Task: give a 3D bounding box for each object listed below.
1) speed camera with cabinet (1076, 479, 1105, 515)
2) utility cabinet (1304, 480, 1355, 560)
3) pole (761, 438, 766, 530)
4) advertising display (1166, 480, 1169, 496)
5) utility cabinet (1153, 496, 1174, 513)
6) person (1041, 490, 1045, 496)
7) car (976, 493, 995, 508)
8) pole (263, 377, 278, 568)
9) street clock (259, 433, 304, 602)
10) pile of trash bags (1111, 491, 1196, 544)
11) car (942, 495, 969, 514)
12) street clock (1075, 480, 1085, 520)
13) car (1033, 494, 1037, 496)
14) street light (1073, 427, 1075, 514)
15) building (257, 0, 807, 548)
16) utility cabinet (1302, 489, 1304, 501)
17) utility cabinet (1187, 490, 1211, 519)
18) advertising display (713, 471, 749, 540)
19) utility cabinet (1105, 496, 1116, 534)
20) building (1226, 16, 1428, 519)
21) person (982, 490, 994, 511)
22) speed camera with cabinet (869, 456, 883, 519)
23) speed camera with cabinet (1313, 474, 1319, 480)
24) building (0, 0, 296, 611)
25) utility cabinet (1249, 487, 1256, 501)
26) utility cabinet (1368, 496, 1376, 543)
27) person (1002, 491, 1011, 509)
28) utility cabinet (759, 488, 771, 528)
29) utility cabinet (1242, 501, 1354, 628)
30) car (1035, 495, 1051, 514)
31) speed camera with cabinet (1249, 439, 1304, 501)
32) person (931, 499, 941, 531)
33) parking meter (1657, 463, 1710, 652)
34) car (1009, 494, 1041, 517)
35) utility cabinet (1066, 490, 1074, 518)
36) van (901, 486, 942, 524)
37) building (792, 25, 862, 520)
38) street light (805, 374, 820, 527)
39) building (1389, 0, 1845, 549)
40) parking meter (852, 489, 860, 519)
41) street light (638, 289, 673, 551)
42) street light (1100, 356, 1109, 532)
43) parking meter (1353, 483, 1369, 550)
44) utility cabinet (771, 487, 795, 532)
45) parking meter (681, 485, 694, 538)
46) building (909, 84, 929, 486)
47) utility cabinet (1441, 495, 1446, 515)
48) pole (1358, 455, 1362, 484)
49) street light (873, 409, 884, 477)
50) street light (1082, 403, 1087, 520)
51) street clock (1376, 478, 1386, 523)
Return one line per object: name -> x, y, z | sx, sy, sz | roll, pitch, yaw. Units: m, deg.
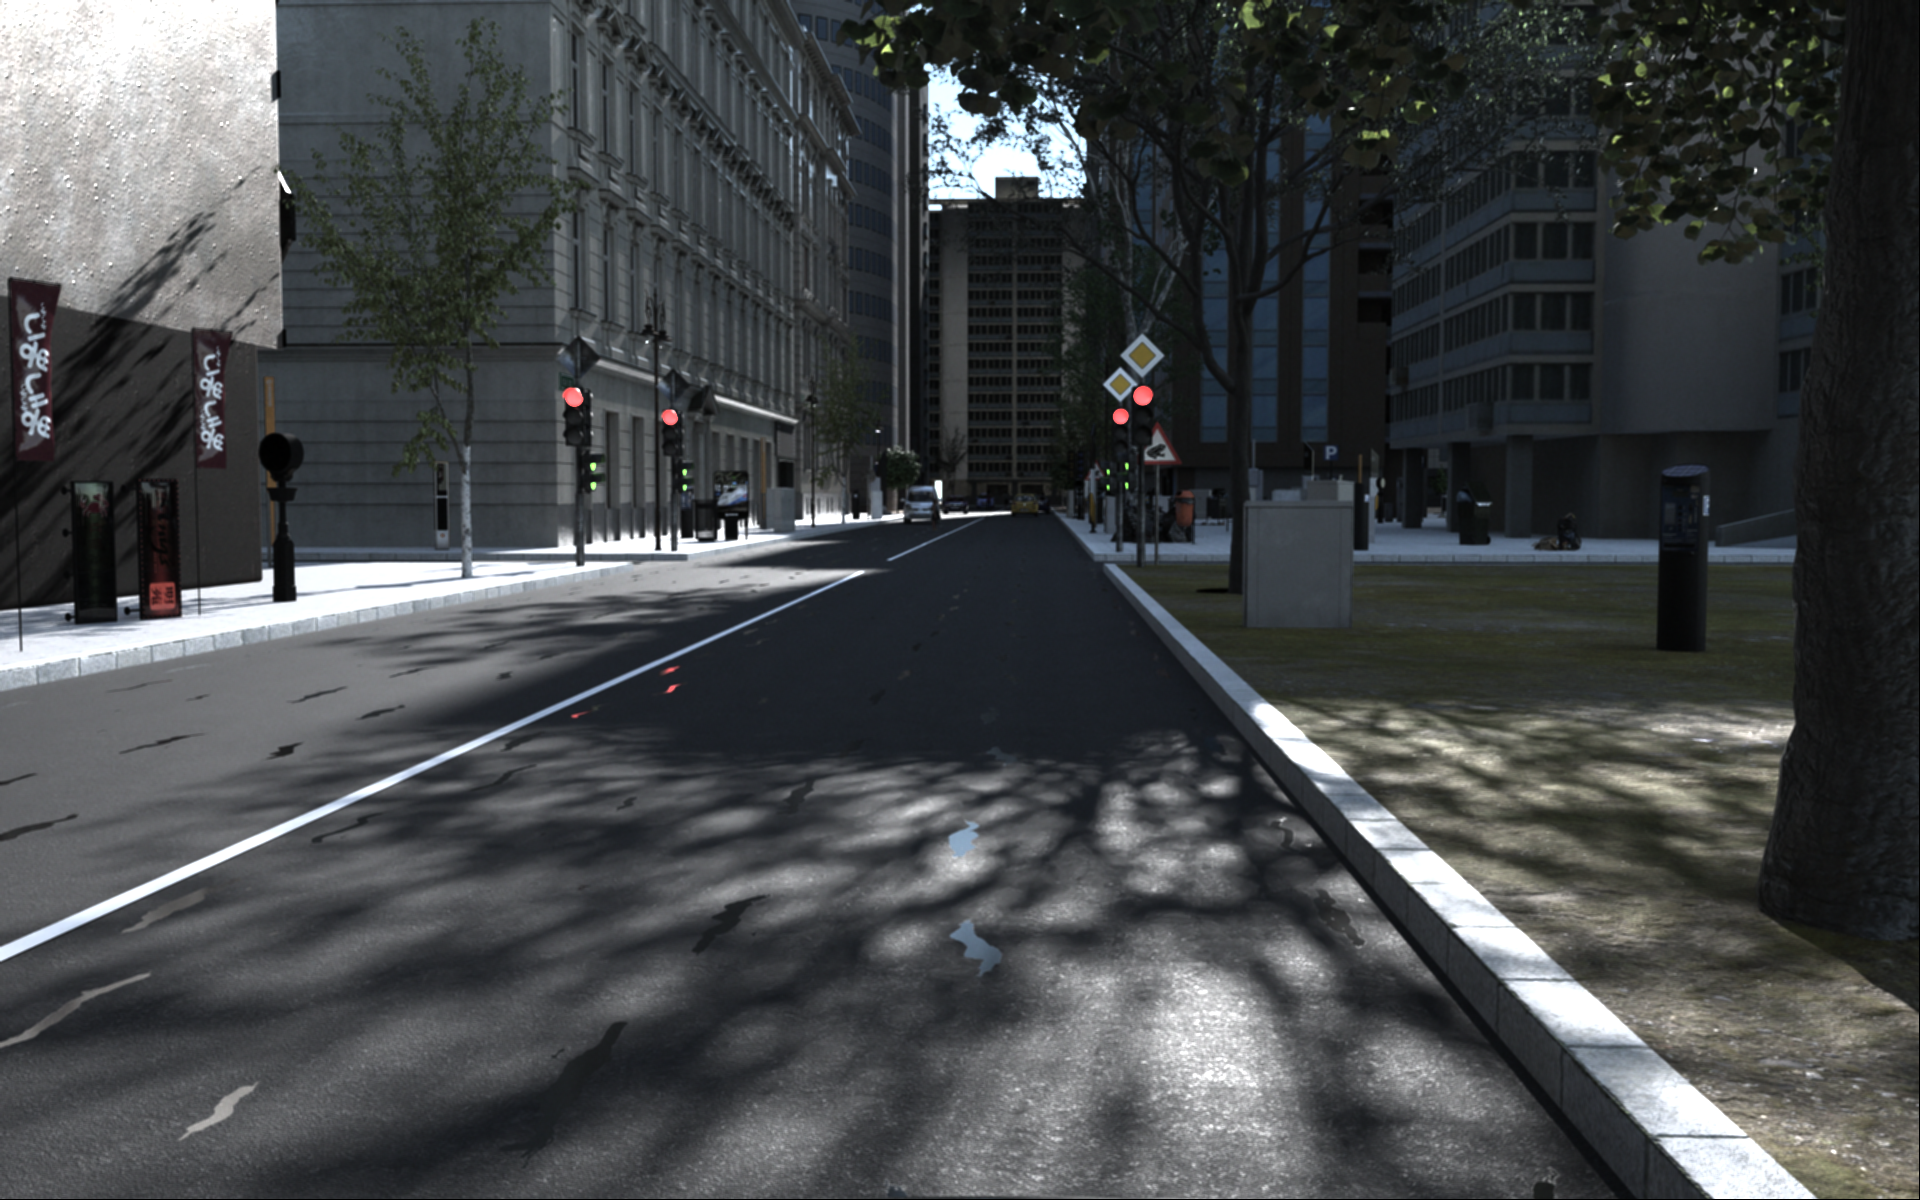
speed camera with cabinet -> 8.023, -6.846, 106.274 | 2.038, 3.252, 0.660 | 3, 5, 45
utility cabinet -> 5.912, -1.160, 27.637 | 0.318, 1.500, 1.173 | -1, 4, -12
pole -> -7.111, -4.210, 62.672 | 0.158, 3.312, 0.155 | 0, 3, 0
advertising display -> 9.517, -4.538, 79.409 | 0.123, 1.923, 0.974 | 0, 4, 6
utility cabinet -> 6.573, -2.646, 54.422 | 1.020, 1.237, 0.306 | 1, 4, 9
person -> 7.315, -8.931, 154.529 | 0.705, 1.822, 1.348 | -2, 4, -27
car -> 2.617, -10.260, 177.336 | 1.945, 1.707, 3.694 | 0, 4, 4
pole -> -12.014, -2.223, 30.195 | 0.158, 3.312, 0.155 | 0, 3, 0
street clock -> -8.077, -0.984, 20.657 | 0.471, 2.002, 0.358 | 1, 4, 18
pile of trash bags -> 5.343, -2.191, 45.582 | 1.912, 1.369, 3.447 | -1, 4, -17
car -> -0.301, -6.948, 126.176 | 1.945, 1.354, 3.894 | 0, 4, 2
street clock -> 5.997, -5.026, 86.745 | 0.471, 2.002, 0.358 | 3, 4, 39
car -> 6.899, -9.872, 170.203 | 1.959, 1.807, 4.718 | 0, 4, 3
street light -> 7.445, -8.543, 112.473 | 0.468, 5.910, 1.993 | 0, 4, 3
building -> -16.527, -17.480, 62.212 | 17.030, 29.872, 44.131 | 0, 4, 3
utility cabinet -> 14.237, -3.699, 69.164 | 1.173, 1.500, 0.318 | 3, 4, 36
utility cabinet -> 12.095, -4.825, 87.570 | 1.173, 1.500, 0.318 | 2, 4, 27
advertising display -> -6.349, -2.621, 48.063 | 0.974, 1.923, 0.123 | -1, 4, -17
utility cabinet -> 4.835, -2.717, 55.582 | 0.306, 1.237, 1.020 | 0, 4, 2
building -> 18.262, -27.270, 95.970 | 14.600, 45.320, 14.200 | 0, 4, 3
person -> 2.387, -8.182, 142.958 | 1.217, 1.739, 0.721 | 1, 4, 14
speed camera with cabinet -> -4.333, -5.805, 89.253 | 0.660, 3.252, 2.038 | 0, 4, -6
speed camera with cabinet -> 15.206, -5.145, 78.451 | 2.038, 3.252, 0.660 | 0, 4, -5
building -> -18.820, -9.335, 20.087 | 16.811, 18.784, 16.820 | 0, 4, 3
utility cabinet -> 9.039, -2.764, 53.872 | 0.318, 1.500, 1.173 | 0, 4, 7
utility cabinet -> 10.563, -2.091, 45.344 | 0.306, 1.237, 1.020 | 2, 4, 32
person -> 4.619, -9.920, 171.480 | 1.217, 1.735, 0.721 | -3, 4, -38
utility cabinet -> -6.908, -3.406, 64.375 | 1.173, 1.500, 0.318 | -3, 5, -43
utility cabinet -> 3.250, -0.338, 16.691 | 1.020, 1.237, 0.306 | 0, 4, 5
car -> 5.574, -6.855, 124.659 | 1.945, 1.354, 3.894 | 0, 4, 1
speed camera with cabinet -> 11.272, -4.164, 62.420 | 2.038, 3.252, 0.660 | 1, 4, 13
person -> -0.935, -3.341, 67.800 | 0.373, 1.253, 0.362 | 2, 4, 27
parking meter -> 5.935, -0.355, 14.213 | 0.372, 1.533, 0.369 | 0, 3, 0
car -> 4.149, -6.137, 110.571 | 2.015, 1.641, 3.980 | 0, 4, 3
utility cabinet -> 5.890, -5.145, 92.796 | 0.318, 1.500, 1.173 | 0, 4, -3
van -> -1.849, -4.711, 84.040 | 2.013, 2.044, 4.112 | 0, 4, 1
building -> -13.456, -18.871, 95.929 | 14.401, 28.519, 23.554 | 0, 4, 3
street light -> -5.660, -5.739, 66.623 | 0.468, 5.910, 1.993 | 0, 4, 3
building -> 27.466, -22.176, 54.458 | 23.993, 40.220, 32.217 | 0, 4, 3
parking meter -> -5.326, -4.915, 88.769 | 0.372, 1.533, 0.369 | 0, 3, 0
street light -> -6.859, -4.061, 39.186 | 0.468, 5.910, 1.993 | 0, 4, 3
street light -> 4.926, -5.228, 58.263 | 0.468, 5.910, 1.993 | 0, 4, 3
parking meter -> 9.148, -1.906, 39.572 | 0.372, 1.533, 0.369 | 0, 3, 0
utility cabinet -> -5.862, -3.013, 57.948 | 0.318, 1.500, 1.173 | 1, 4, 16
parking meter -> -7.946, -2.571, 50.442 | 0.372, 1.533, 0.369 | 0, 3, 0
building -> -14.297, -33.850, 177.157 | 21.600, 48.544, 21.300 | 0, 4, 3
utility cabinet -> 29.849, -5.811, 106.165 | 0.306, 1.237, 1.020 | 3, 5, 39
pole -> 20.608, -5.840, 89.328 | 0.158, 3.312, 0.155 | 0, 3, 0
street light -> -4.418, -7.413, 93.997 | 0.468, 5.910, 1.993 | 0, 4, 3
street light -> 6.091, -6.884, 85.339 | 0.468, 5.910, 1.993 | 0, 4, 3
street clock -> 18.527, -4.385, 76.269 | 0.358, 2.002, 0.471 | 3, 5, 42
